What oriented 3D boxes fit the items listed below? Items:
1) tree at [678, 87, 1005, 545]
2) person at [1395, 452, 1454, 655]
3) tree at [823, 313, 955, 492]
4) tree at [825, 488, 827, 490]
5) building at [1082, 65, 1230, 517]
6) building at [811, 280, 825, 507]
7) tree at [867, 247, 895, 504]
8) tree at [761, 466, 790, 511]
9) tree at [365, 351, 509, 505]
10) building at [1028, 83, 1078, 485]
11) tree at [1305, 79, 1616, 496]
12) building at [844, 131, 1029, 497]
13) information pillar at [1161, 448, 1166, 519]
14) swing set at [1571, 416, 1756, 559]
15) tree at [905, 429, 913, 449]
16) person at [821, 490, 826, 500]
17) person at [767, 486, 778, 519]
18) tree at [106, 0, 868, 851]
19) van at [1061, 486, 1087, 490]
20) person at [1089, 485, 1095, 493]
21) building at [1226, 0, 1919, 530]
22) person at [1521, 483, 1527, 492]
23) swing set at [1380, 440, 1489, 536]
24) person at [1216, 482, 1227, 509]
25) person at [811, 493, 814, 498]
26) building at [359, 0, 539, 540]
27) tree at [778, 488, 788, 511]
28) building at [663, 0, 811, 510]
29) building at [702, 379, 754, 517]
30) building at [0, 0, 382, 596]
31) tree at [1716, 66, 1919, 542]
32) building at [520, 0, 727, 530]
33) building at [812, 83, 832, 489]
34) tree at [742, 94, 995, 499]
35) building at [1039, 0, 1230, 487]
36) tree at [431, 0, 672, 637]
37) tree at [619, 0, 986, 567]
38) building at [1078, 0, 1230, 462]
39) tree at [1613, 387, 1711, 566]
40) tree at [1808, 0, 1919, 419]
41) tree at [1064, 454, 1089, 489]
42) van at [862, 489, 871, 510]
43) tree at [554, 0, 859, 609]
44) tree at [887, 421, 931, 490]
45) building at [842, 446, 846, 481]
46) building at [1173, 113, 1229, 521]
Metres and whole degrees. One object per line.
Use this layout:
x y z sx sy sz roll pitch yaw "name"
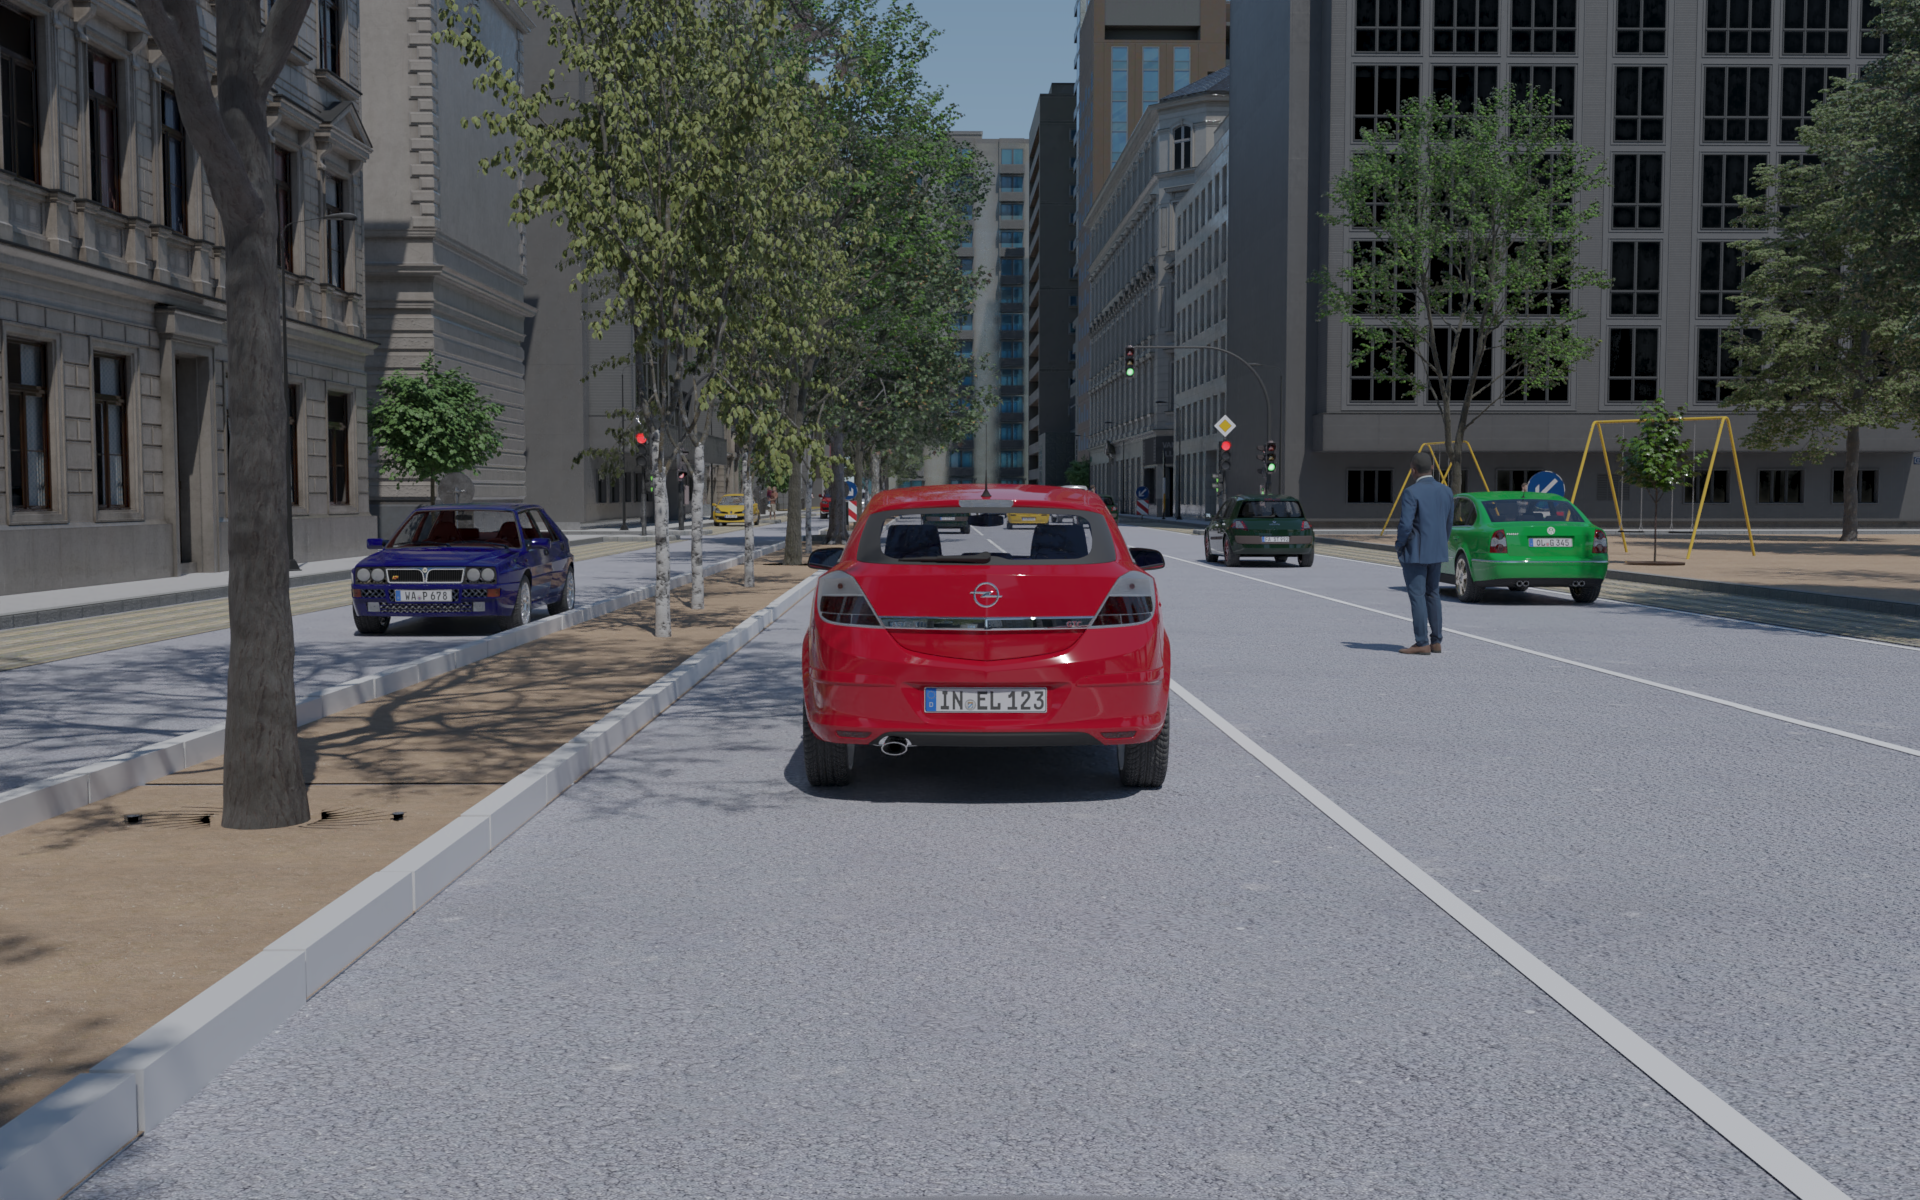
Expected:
-3.463 -7.903 48.685 9.611 12.733 9.660 0 3 0 "tree"
4.157 -0.415 15.475 0.721 1.800 0.419 -3 4 -37 "person"
-4.467 -11.591 98.622 9.857 13.997 8.962 0 3 0 "tree"
-14.944 -11.474 182.194 1.663 3.219 1.824 0 3 0 "tree"
18.455 -20.681 114.541 17.030 29.872 44.131 0 4 -1 "building"
-20.875 -24.458 171.588 14.160 30.474 14.107 0 4 -1 "building"
-3.645 -5.421 41.456 4.360 8.622 3.978 0 3 0 "tree"
-13.687 -8.889 129.056 4.285 4.588 4.351 0 3 0 "tree"
-12.156 -3.430 39.796 4.285 4.588 4.351 0 3 0 "tree"
19.209 -35.324 201.253 21.300 48.544 21.600 0 4 -1 "building"
12.852 -7.283 44.829 9.928 11.665 9.643 0 3 0 "tree"
-0.081 -37.402 231.123 30.456 49.044 23.786 0 4 -1 "building"
10.352 -5.904 87.883 0.183 3.616 0.504 0 4 0 "information pillar"
14.570 -2.342 35.910 2.862 2.851 3.119 -3 5 -40 "swing set"
-3.979 -7.350 72.986 4.360 8.622 3.978 0 3 0 "tree"
-8.613 -6.181 110.396 0.563 1.720 0.643 1 4 16 "person"
-9.552 -4.851 87.789 0.580 1.828 0.573 -2 4 -30 "person"
-2.979 -5.757 6.962 12.009 13.543 11.850 0 3 0 "tree"
5.507 -4.850 86.314 2.013 2.044 4.112 0 4 -3 "van"
6.180 -4.403 80.289 0.447 1.846 0.655 1 4 18 "person"
23.465 -16.738 67.176 24.014 27.812 14.314 0 4 -1 "building"
19.010 -3.023 58.121 0.606 1.804 0.583 -3 4 -38 "person"
14.487 -3.329 52.052 2.862 2.851 3.119 0 4 -8 "swing set"
10.872 -4.024 72.020 0.466 1.800 0.511 -3 4 -36 "person"
-13.098 -8.715 151.729 0.628 1.438 0.799 0 4 -4 "person"
-22.213 -13.327 46.781 19.941 23.489 11.050 0 4 -1 "building"
-13.686 -8.475 133.173 1.663 3.219 1.824 0 3 0 "tree"
-24.442 -37.159 149.548 21.231 58.520 28.212 0 4 -1 "building"
-19.810 -17.688 108.275 14.460 24.649 34.723 0 4 -1 "building"
-16.856 -9.925 26.893 10.561 19.102 19.286 0 4 -1 "building"
24.521 -7.850 46.473 7.486 12.596 7.792 0 3 0 "tree"
-19.021 -15.675 75.361 14.314 24.678 30.058 0 4 -1 "building"
-25.247 -35.338 201.475 21.600 48.544 21.300 0 4 -1 "building"
-5.189 -13.629 81.184 12.611 20.169 13.585 0 3 0 "tree"
20.140 -52.655 173.576 22.319 86.520 31.000 0 4 -1 "building"
-2.916 -3.912 16.783 4.737 8.622 4.395 0 3 0 "tree"
-3.222 -6.479 34.140 9.928 11.665 9.643 0 3 0 "tree"
17.907 -30.711 152.235 14.600 45.320 14.200 0 4 -1 "building"
12.753 -2.249 31.366 1.663 3.219 1.824 0 3 0 "tree"
22.503 -7.847 34.961 9.857 13.997 8.962 0 3 0 "tree"
10.187 -9.681 141.994 4.285 4.588 4.351 0 3 0 "tree"
-7.710 -7.717 133.188 2.013 2.044 4.112 0 4 -2 "van"
-3.267 -4.196 21.417 4.360 8.622 3.978 0 3 0 "tree"
-5.188 -12.172 119.603 7.486 12.596 7.792 0 3 0 "tree"
-27.786 -33.239 235.344 23.993 40.220 32.217 0 4 -1 "building"
16.719 -13.999 83.636 10.420 20.320 16.860 0 4 -1 "building"
